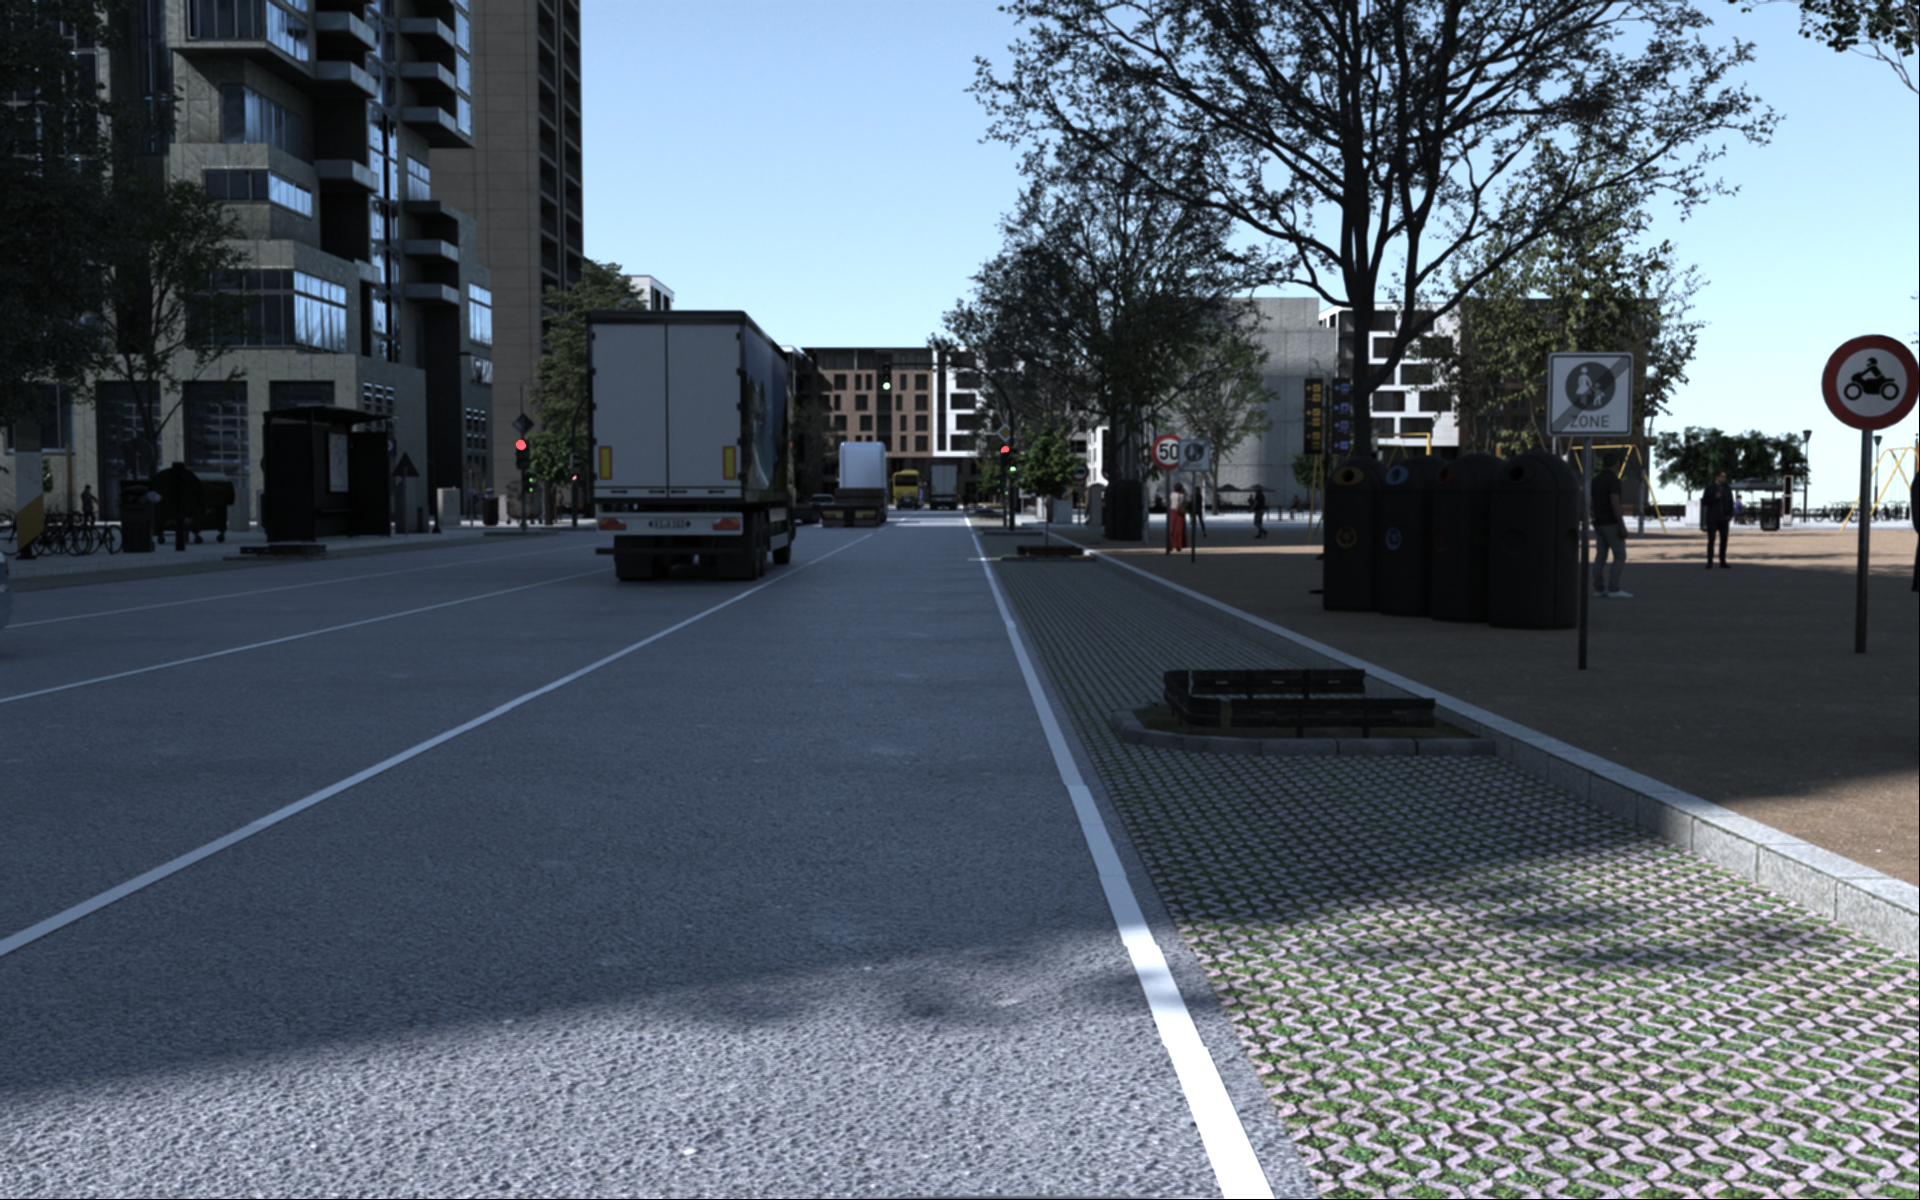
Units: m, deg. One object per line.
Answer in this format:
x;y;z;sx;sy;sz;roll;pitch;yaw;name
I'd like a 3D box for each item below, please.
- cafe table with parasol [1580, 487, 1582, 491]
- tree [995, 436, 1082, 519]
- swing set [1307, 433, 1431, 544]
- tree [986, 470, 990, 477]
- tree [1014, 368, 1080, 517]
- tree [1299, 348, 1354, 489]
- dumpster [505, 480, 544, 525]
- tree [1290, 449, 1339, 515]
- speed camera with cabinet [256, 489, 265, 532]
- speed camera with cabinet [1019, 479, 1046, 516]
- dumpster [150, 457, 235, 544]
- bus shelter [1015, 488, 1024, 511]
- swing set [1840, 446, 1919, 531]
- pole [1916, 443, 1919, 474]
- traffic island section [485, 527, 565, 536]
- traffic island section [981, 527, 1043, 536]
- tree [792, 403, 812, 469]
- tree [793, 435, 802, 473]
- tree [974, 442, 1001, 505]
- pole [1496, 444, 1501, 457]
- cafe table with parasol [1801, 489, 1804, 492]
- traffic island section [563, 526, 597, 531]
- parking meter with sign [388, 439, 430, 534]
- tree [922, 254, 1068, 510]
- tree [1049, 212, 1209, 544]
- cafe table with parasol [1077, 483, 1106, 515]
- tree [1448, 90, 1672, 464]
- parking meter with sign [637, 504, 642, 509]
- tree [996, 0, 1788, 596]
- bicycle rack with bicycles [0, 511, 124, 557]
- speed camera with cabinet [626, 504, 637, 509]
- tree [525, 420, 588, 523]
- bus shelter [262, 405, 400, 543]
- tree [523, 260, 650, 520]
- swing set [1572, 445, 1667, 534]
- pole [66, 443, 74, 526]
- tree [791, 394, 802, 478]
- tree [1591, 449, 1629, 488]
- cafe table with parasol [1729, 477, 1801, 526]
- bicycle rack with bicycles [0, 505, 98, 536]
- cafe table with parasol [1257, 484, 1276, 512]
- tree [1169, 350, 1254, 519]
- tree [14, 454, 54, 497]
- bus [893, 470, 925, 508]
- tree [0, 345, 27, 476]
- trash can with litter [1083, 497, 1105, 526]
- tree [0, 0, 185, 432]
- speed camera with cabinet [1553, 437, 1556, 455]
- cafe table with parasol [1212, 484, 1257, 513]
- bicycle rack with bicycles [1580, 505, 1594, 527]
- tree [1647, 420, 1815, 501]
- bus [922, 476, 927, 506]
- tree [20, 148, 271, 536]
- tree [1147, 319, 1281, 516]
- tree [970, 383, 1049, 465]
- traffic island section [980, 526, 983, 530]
28.738;-4.780;83.020;2.610;1.966;2.610;1;4;14;cafe table with parasol
4.690;-6.437;88.954;4.285;4.588;4.351;0;3;0;tree
10.602;-2.900;45.036;3.119;2.851;2.862;1;4;20;swing set
4.093;-13.021;196.613;4.285;4.588;4.351;0;3;0;tree
4.644;-8.944;96.592;4.360;8.622;3.978;0;3;0;tree
19.129;-8.439;88.335;4.360;8.622;3.978;0;3;0;tree
-18.402;-4.120;73.121;1.264;1.857;1.865;0;4;0;dumpster
22.361;-7.650;108.785;4.285;4.588;4.351;0;3;0;tree
-23.001;-3.975;59.321;2.038;3.252;0.660;-1;4;-19;speed camera with cabinet
4.453;-6.495;100.536;2.038;3.252;0.660;0;4;0;speed camera with cabinet
-19.969;-2.599;44.980;1.502;2.255;1.985;0;3;0;dumpster
4.512;-8.056;125.633;2.014;3.302;5.546;0;4;0;bus shelter
31.527;-3.704;58.177;2.862;2.851;3.119;1;4;15;swing set
38.183;-4.596;68.982;0.158;3.312;0.155;0;3;0;pole
-15.178;-2.324;60.271;2.009;0.180;2.903;0;3;0;traffic island section
1.824;-2.326;60.304;2.009;0.180;2.903;0;3;0;traffic island section
-18.808;-15.431;178.049;9.928;11.665;9.643;0;3;0;tree
-18.237;-13.995;163.238;7.601;10.594;8.767;3;4;36;tree
3.986;-15.886;210.103;4.737;8.622;4.395;0;3;0;tree
21.754;-4.660;70.040;0.158;3.312;0.155;0;3;0;pole
52.003;-6.382;109.206;2.610;1.966;2.610;0;4;6;cafe table with parasol
-15.195;-2.812;68.256;2.009;0.180;2.903;0;3;0;traffic island section
-17.952;-3.664;56.174;0.543;3.016;1.738;1;4;22;parking meter with sign
2.934;-17.355;139.647;12.611;20.169;13.585;0;3;0;tree
4.561;-5.750;44.380;4.737;8.622;4.395;0;3;0;tree
9.911;-7.229;123.065;2.610;1.966;2.610;-3;5;-43;cafe table with parasol
11.314;-5.023;32.491;4.737;8.622;4.395;0;3;0;tree
-19.000;-6.510;102.697;1.738;3.016;0.543;1;4;23;parking meter with sign
5.215;-6.810;21.714;12.009;13.543;11.850;0;3;0;tree
-18.954;-1.405;36.350;2.852;0.926;2.925;2;4;32;bicycle rack with bicycles
-19.949;-6.726;104.305;2.038;3.252;0.660;-3;5;-42;speed camera with cabinet
-17.871;-5.680;76.582;4.285;4.588;4.351;0;3;0;tree
-17.602;-3.521;48.844;1.731;3.624;6.357;0;3;0;bus shelter
-17.278;-10.153;84.126;7.486;12.596;7.792;0;3;0;tree
21.028;-3.605;56.563;2.862;2.851;3.119;-1;4;-22;swing set
-35.455;-4.595;68.968;0.158;3.312;0.155;0;3;0;pole
-17.514;-14.072;147.092;9.611;12.733;9.660;0;3;0;tree
28.040;-4.912;74.912;1.663;3.219;1.824;0;3;0;tree
32.643;-4.066;71.349;2.610;1.966;2.610;-3;5;-43;cafe table with parasol
-31.008;-2.758;58.477;2.925;0.926;2.852;-2;4;-32;bicycle rack with bicycles
20.904;-7.157;121.875;2.610;1.966;2.610;3;4;36;cafe table with parasol
12.859;-8.507;89.445;4.360;8.622;3.978;0;3;0;tree
-40.099;-4.965;75.777;1.663;3.219;1.824;0;3;0;tree
-5.185;-11.267;175.764;2.896;3.916;12.252;0;4;1;bus
-26.204;-5.782;44.898;4.360;8.622;3.978;0;3;0;tree
5.403;-3.511;68.799;1.055;1.170;0.624;2;4;34;trash can with litter
-18.242;-7.436;28.239;9.857;13.997;8.962;0;3;0;tree
19.918;-4.033;60.268;2.038;3.252;0.660;1;4;22;speed camera with cabinet
18.041;-6.824;116.431;2.610;1.966;2.610;-1;4;-17;cafe table with parasol
25.092;-3.415;69.211;2.852;0.926;2.925;-2;4;-35;bicycle rack with bicycles
58.661;-10.378;132.588;11.467;7.101;20.602;0;4;-5;tree
-5.384;-12.574;197.124;2.896;3.916;12.252;0;4;0;bus
-24.900;-7.786;53.052;9.928;11.665;9.643;0;3;0;tree
15.125;-10.869;103.467;9.928;11.665;9.643;0;3;0;tree
4.491;-13.867;152.484;9.928;11.665;9.643;0;3;0;tree
1.806;-2.814;68.289;2.009;0.180;2.903;0;3;0;traffic island section
